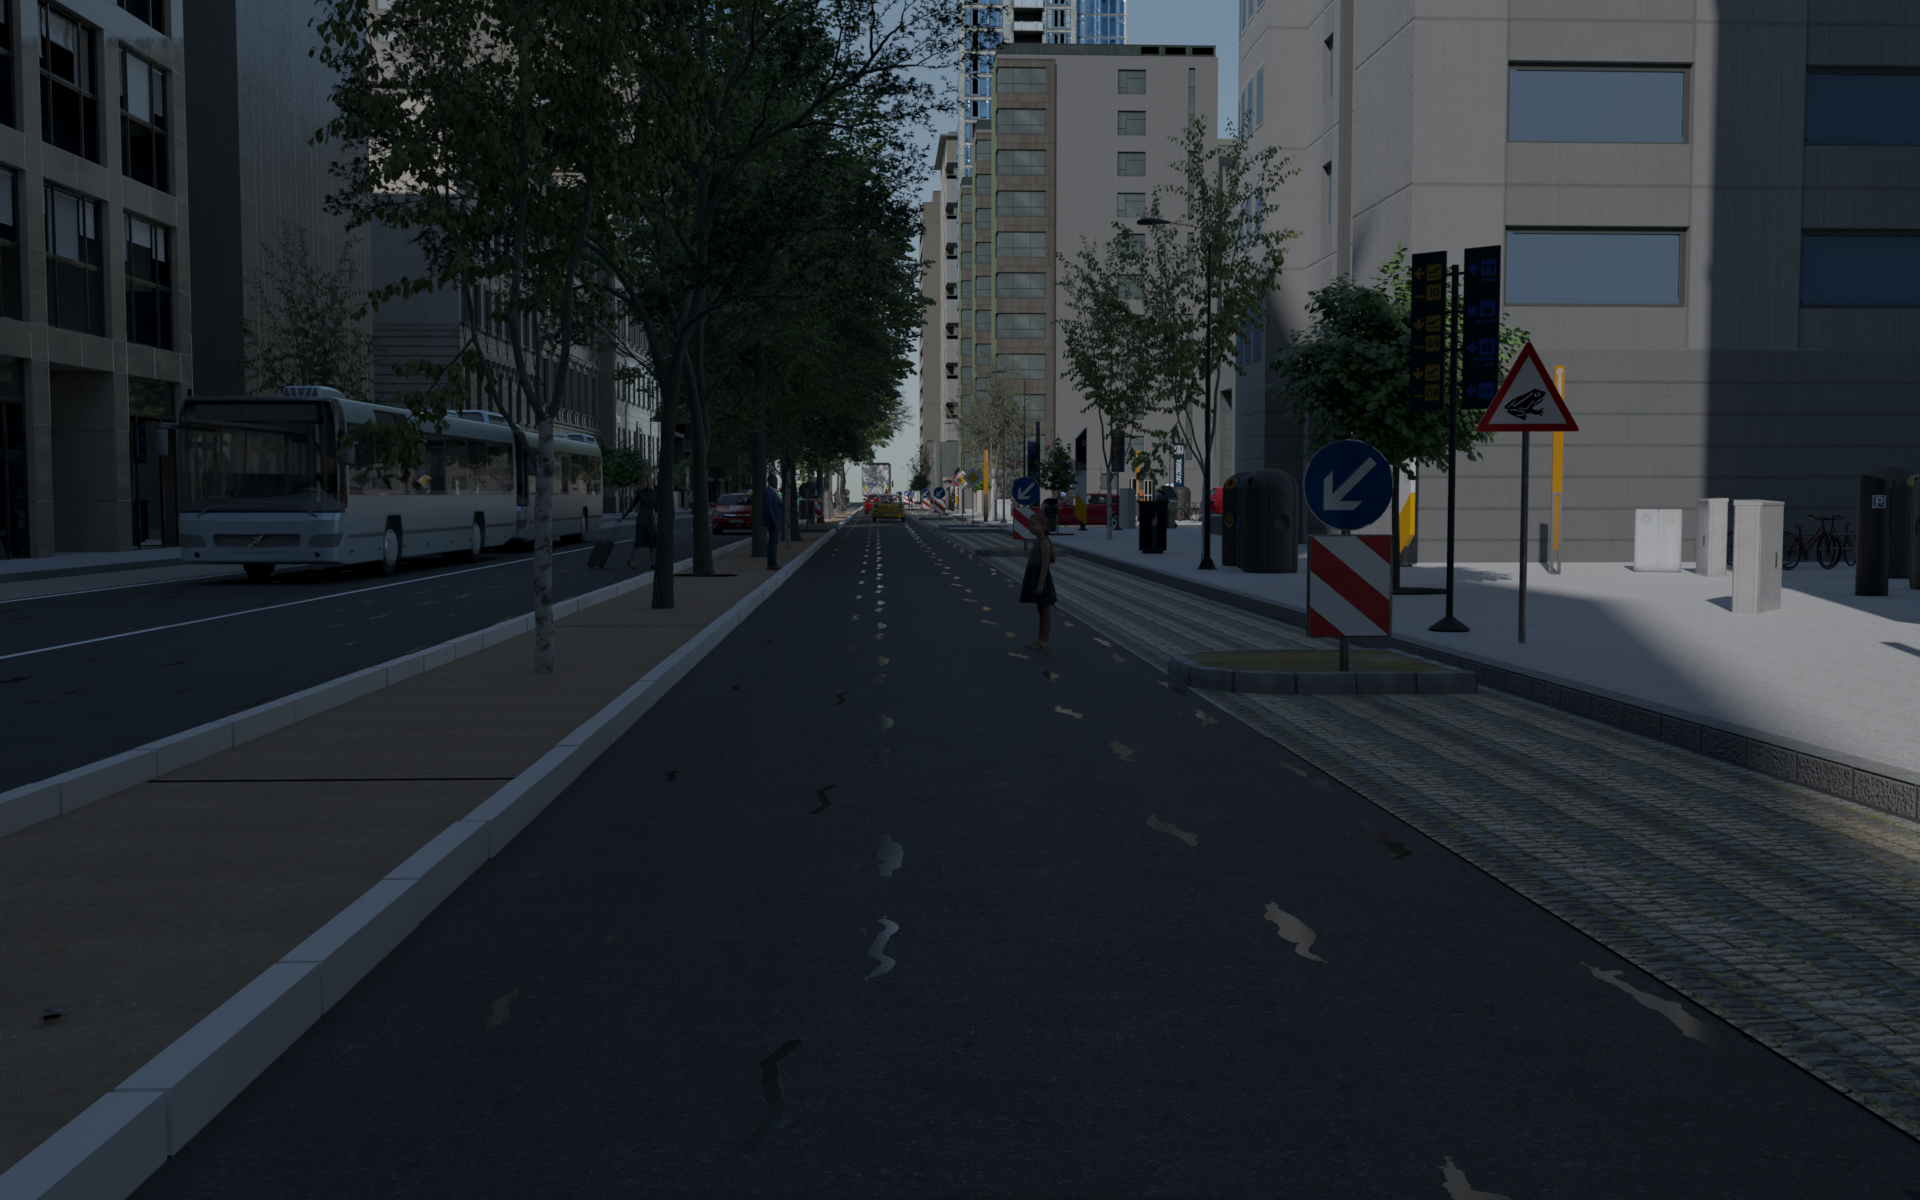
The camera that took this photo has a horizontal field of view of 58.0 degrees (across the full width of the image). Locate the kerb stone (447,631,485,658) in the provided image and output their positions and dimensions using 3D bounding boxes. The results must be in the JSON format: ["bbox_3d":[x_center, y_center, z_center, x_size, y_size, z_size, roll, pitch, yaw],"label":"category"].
[{"bbox_3d":[-4.421,0.416,15.392,0.120,0.150,1.000,0,4,-3],"label":"kerb stone"}]

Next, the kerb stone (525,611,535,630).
[{"bbox_3d":[-4.570,0.228,18.466,0.120,0.150,1.000,0,4,-3],"label":"kerb stone"}]

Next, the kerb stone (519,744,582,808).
[{"bbox_3d":[-1.978,0.853,8.343,0.120,0.150,1.000,0,4,-3],"label":"kerb stone"}]

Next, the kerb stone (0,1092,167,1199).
[{"bbox_3d":[-1.742,1.161,3.220,0.120,0.150,1.000,0,4,-3],"label":"kerb stone"}]

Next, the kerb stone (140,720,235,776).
[{"bbox_3d":[-4.128,0.793,9.229,0.120,0.150,1.000,0,4,-3],"label":"kerb stone"}]

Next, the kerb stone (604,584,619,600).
[{"bbox_3d":[-4.815,-0.085,23.586,0.120,0.150,1.000,0,4,-3],"label":"kerb stone"}]

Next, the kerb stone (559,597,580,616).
[{"bbox_3d":[-4.680,0.103,20.515,0.120,0.150,1.000,0,4,-3],"label":"kerb stone"}]

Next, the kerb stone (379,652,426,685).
[{"bbox_3d":[-4.325,0.542,13.336,0.120,0.150,1.000,0,4,-3],"label":"kerb stone"}]

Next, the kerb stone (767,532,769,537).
[{"bbox_3d":[-6.578,-2.341,60.478,0.120,0.150,1.000,0,4,-3],"label":"kerb stone"}]

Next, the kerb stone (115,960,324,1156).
[{"bbox_3d":[-1.788,1.098,4.242,0.120,0.150,1.000,0,4,-3],"label":"kerb stone"}]

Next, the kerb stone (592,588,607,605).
[{"bbox_3d":[-4.766,-0.022,22.558,0.120,0.150,1.000,0,4,-3],"label":"kerb stone"}]

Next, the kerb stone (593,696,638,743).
[{"bbox_3d":[-2.077,0.725,10.388,0.120,0.150,1.000,0,4,-3],"label":"kerb stone"}]

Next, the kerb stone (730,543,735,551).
[{"bbox_3d":[-5.750,-1.276,43.065,0.120,0.150,1.000,0,4,-3],"label":"kerb stone"}]

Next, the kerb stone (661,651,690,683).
[{"bbox_3d":[-2.228,0.535,13.451,0.120,0.150,1.000,0,4,-3],"label":"kerb stone"}]

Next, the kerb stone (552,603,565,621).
[{"bbox_3d":[-4.622,0.166,19.487,0.120,0.150,1.000,0,4,-3],"label":"kerb stone"}]

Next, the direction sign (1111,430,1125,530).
[{"bbox_3d":[5.606,-4.250,61.486,0.379,3.537,0.876,3,4,36],"label":"direction sign"}]

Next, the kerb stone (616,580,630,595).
[{"bbox_3d":[-4.855,-0.148,24.607,0.120,0.150,1.000,0,4,-3],"label":"kerb stone"}]

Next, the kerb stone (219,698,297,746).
[{"bbox_3d":[-4.172,0.730,10.259,0.120,0.150,1.000,0,4,-3],"label":"kerb stone"}]

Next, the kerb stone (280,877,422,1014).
[{"bbox_3d":[-1.836,1.036,5.263,0.120,0.150,1.000,0,4,-3],"label":"kerb stone"}]

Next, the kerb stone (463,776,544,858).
[{"bbox_3d":[-1.926,0.910,7.311,0.120,0.150,1.000,0,4,-3],"label":"kerb stone"}]

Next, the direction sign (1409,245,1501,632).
[{"bbox_3d":[4.586,-1.476,16.131,0.876,3.537,0.379,3,5,42],"label":"direction sign"}]

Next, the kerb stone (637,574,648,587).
[{"bbox_3d":[-4.963,-0.270,26.657,0.120,0.150,1.000,0,4,-3],"label":"kerb stone"}]

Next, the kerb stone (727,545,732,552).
[{"bbox_3d":[-5.701,-1.202,42.037,0.120,0.150,1.000,0,4,-3],"label":"kerb stone"}]

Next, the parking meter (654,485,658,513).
[{"bbox_3d":[-20.154,-6.682,114.962,0.255,1.863,0.399,0,4,-7],"label":"parking meter"}]

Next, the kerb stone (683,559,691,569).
[{"bbox_3d":[-5.258,-0.649,32.802,0.120,0.150,1.000,0,4,-3],"label":"kerb stone"}]

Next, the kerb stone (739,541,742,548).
[{"bbox_3d":[-5.847,-1.399,45.120,0.120,0.150,1.000,0,4,-3],"label":"kerb stone"}]

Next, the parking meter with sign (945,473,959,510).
[{"bbox_3d":[-0.925,-8.915,142.017,1.738,3.016,0.543,0,4,-3],"label":"parking meter with sign"}]

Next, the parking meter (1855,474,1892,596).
[{"bbox_3d":[11.515,-0.821,21.833,0.372,1.533,0.369,0,3,0],"label":"parking meter"}]

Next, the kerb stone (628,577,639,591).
[{"bbox_3d":[-4.916,-0.205,25.628,0.120,0.150,1.000,0,4,-3],"label":"kerb stone"}]

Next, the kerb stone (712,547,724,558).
[{"bbox_3d":[-5.601,-1.084,39.980,0.120,0.150,1.000,0,4,-3],"label":"kerb stone"}]

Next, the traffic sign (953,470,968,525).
[{"bbox_3d":[0.101,-4.231,72.826,0.795,2.450,0.064,0,4,-3],"label":"traffic sign"}]

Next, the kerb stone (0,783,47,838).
[{"bbox_3d":[-4.035,0.918,7.187,0.120,0.150,1.000,0,4,-3],"label":"kerb stone"}]

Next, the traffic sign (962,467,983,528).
[{"bbox_3d":[0.483,-3.744,64.851,0.795,2.450,0.064,0,4,-3],"label":"traffic sign"}]

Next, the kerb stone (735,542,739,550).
[{"bbox_3d":[-5.800,-1.336,44.086,0.120,0.150,1.000,0,4,-3],"label":"kerb stone"}]

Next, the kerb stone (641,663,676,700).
[{"bbox_3d":[-2.179,0.597,12.430,0.120,0.150,1.000,0,4,-3],"label":"kerb stone"}]

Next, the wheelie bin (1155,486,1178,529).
[{"bbox_3d":[7.666,-3.466,64.585,0.693,1.594,0.980,3,5,44],"label":"wheelie bin"}]

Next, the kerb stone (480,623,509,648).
[{"bbox_3d":[-4.466,0.356,16.413,0.120,0.150,1.000,0,4,-3],"label":"kerb stone"}]

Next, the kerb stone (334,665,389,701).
[{"bbox_3d":[-4.282,0.604,12.314,0.120,0.150,1.000,0,4,-3],"label":"kerb stone"}]

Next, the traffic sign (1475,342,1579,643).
[{"bbox_3d":[4.847,-0.909,14.870,0.884,2.594,0.081,0,4,-1],"label":"traffic sign"}]

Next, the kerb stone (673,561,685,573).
[{"bbox_3d":[-5.216,-0.585,31.781,0.120,0.150,1.000,0,4,-3],"label":"kerb stone"}]

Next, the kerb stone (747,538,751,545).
[{"bbox_3d":[-5.989,-1.585,48.184,0.120,0.150,1.000,0,4,-3],"label":"kerb stone"}]

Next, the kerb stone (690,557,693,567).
[{"bbox_3d":[-5.306,-0.711,33.823,0.120,0.150,1.000,0,4,-3],"label":"kerb stone"}]

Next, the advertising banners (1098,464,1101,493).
[{"bbox_3d":[8.096,-6.389,100.645,0.090,3.025,2.074,0,4,1],"label":"advertising banners"}]

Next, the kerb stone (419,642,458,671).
[{"bbox_3d":[-4.370,0.483,14.361,0.120,0.150,1.000,0,4,-3],"label":"kerb stone"}]

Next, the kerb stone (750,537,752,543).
[{"bbox_3d":[-6.044,-1.652,49.204,0.120,0.150,1.000,0,4,-3],"label":"kerb stone"}]

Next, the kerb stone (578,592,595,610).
[{"bbox_3d":[-4.716,0.040,21.537,0.120,0.150,1.000,0,4,-3],"label":"kerb stone"}]

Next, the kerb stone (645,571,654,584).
[{"bbox_3d":[-5.017,-0.336,27.685,0.120,0.150,1.000,0,4,-3],"label":"kerb stone"}]

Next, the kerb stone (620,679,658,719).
[{"bbox_3d":[-2.128,0.665,11.409,0.120,0.150,1.000,0,4,-3],"label":"kerb stone"}]

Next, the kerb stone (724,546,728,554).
[{"bbox_3d":[-5.654,-1.150,41.006,0.120,0.150,1.000,0,4,-3],"label":"kerb stone"}]

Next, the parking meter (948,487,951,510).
[{"bbox_3d":[-0.703,-7.969,135.997,0.399,1.863,0.255,-2,4,-29],"label":"parking meter"}]

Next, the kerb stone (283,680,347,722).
[{"bbox_3d":[-4.225,0.667,11.285,0.120,0.150,1.000,0,4,-3],"label":"kerb stone"}]

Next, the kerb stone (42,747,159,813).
[{"bbox_3d":[-4.078,0.859,8.208,0.120,0.150,1.000,0,4,-3],"label":"kerb stone"}]

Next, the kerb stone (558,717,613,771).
[{"bbox_3d":[-2.031,0.786,9.367,0.120,0.150,1.000,0,4,-3],"label":"kerb stone"}]

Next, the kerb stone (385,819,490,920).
[{"bbox_3d":[-1.890,0.973,6.289,0.120,0.150,1.000,0,4,-3],"label":"kerb stone"}]

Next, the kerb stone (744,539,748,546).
[{"bbox_3d":[-5.943,-1.527,47.162,0.120,0.150,1.000,0,4,-3],"label":"kerb stone"}]

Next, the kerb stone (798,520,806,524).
[{"bbox_3d":[-7.783,-3.878,85.604,0.120,0.150,1.000,0,4,-3],"label":"kerb stone"}]

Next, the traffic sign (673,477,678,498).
[{"bbox_3d":[-21.007,-7.749,126.804,0.768,2.556,0.104,0,4,3],"label":"traffic sign"}]

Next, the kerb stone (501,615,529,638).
[{"bbox_3d":[-4.525,0.291,17.437,0.120,0.150,1.000,0,4,-3],"label":"kerb stone"}]

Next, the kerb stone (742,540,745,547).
[{"bbox_3d":[-5.896,-1.465,46.141,0.120,0.150,1.000,0,4,-3],"label":"kerb stone"}]

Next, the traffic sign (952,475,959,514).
[{"bbox_3d":[-0.143,-6.982,114.260,0.768,2.556,0.104,0,4,1],"label":"traffic sign"}]
